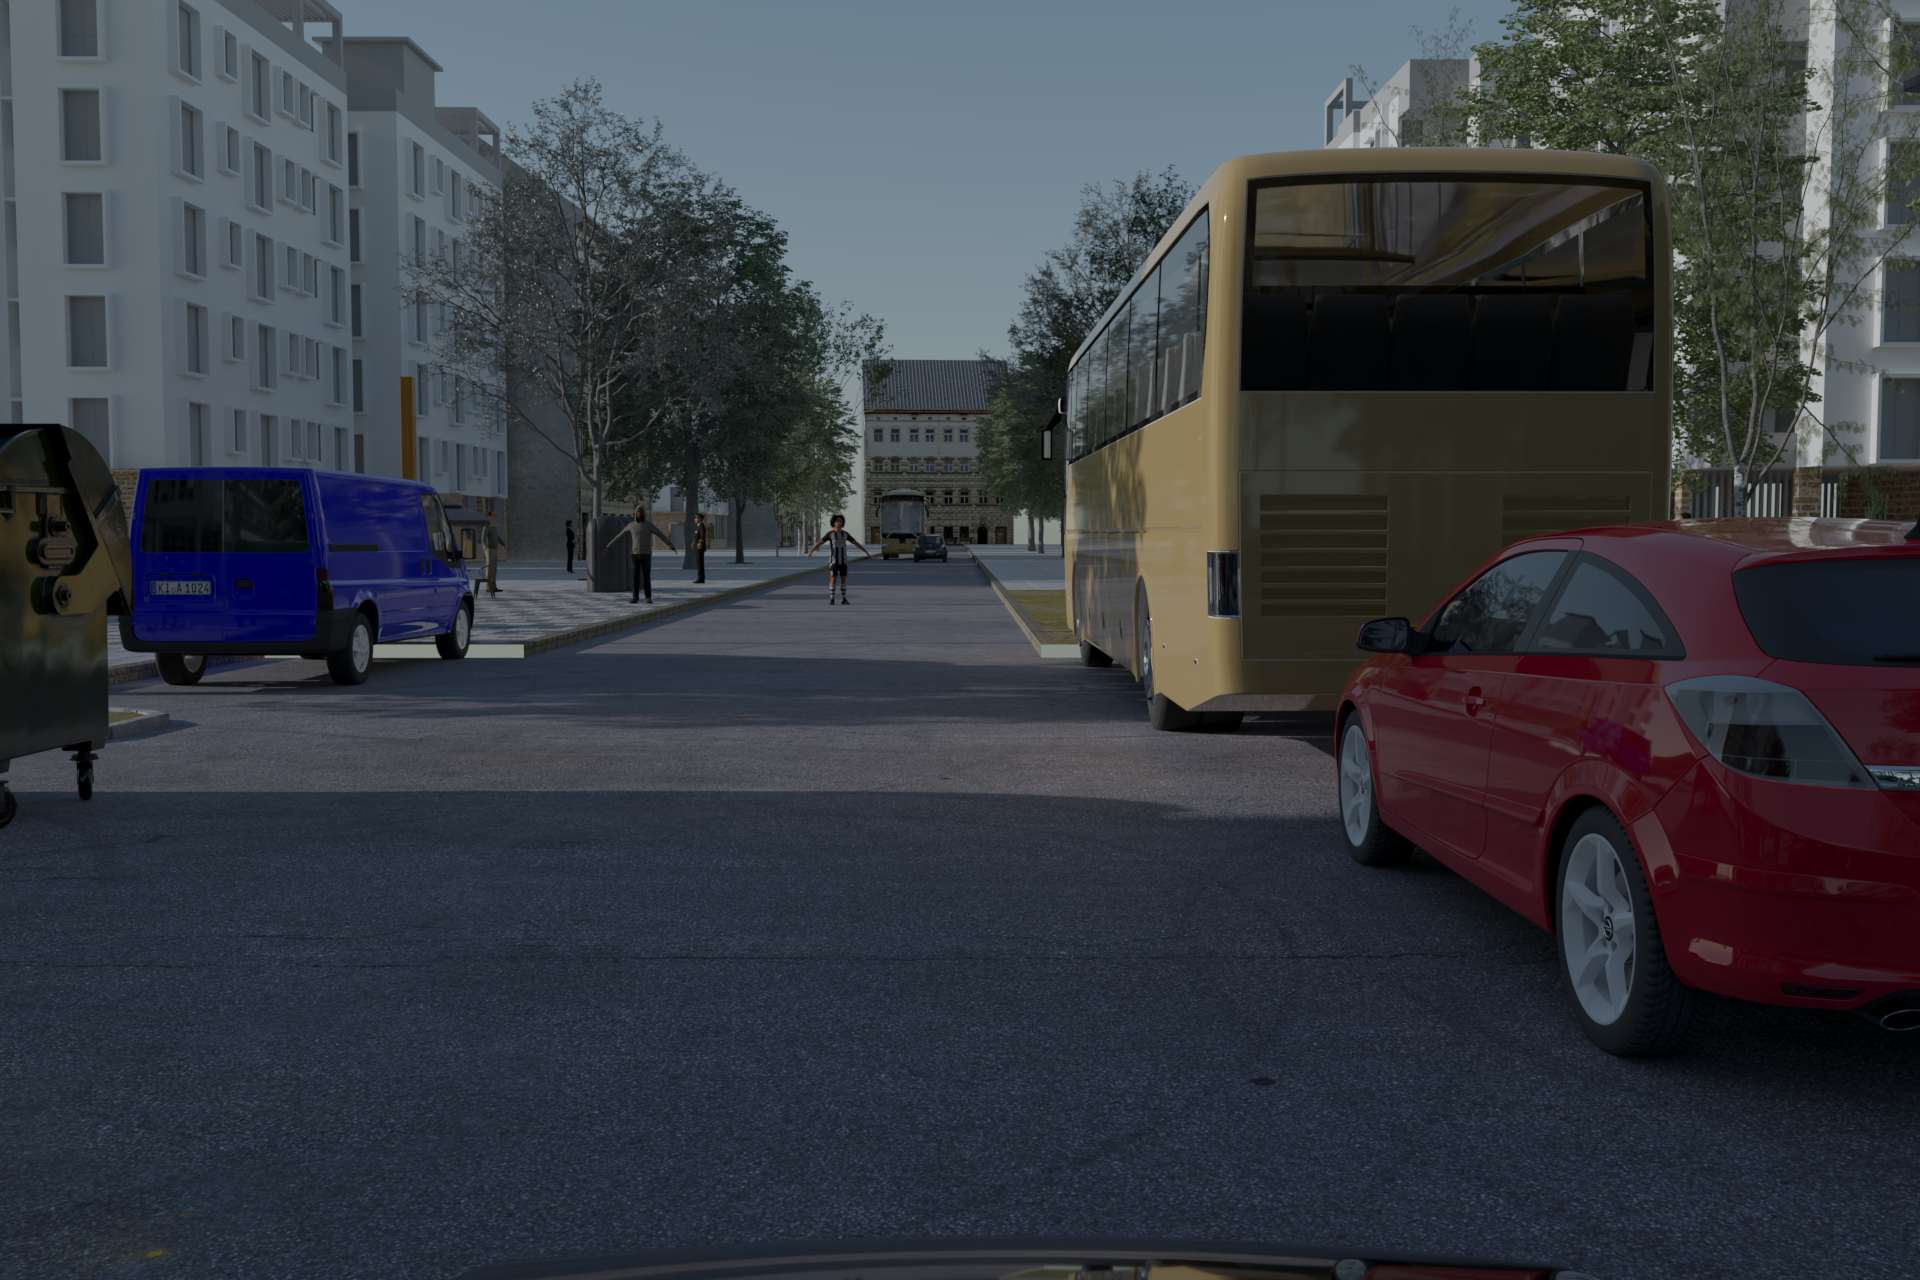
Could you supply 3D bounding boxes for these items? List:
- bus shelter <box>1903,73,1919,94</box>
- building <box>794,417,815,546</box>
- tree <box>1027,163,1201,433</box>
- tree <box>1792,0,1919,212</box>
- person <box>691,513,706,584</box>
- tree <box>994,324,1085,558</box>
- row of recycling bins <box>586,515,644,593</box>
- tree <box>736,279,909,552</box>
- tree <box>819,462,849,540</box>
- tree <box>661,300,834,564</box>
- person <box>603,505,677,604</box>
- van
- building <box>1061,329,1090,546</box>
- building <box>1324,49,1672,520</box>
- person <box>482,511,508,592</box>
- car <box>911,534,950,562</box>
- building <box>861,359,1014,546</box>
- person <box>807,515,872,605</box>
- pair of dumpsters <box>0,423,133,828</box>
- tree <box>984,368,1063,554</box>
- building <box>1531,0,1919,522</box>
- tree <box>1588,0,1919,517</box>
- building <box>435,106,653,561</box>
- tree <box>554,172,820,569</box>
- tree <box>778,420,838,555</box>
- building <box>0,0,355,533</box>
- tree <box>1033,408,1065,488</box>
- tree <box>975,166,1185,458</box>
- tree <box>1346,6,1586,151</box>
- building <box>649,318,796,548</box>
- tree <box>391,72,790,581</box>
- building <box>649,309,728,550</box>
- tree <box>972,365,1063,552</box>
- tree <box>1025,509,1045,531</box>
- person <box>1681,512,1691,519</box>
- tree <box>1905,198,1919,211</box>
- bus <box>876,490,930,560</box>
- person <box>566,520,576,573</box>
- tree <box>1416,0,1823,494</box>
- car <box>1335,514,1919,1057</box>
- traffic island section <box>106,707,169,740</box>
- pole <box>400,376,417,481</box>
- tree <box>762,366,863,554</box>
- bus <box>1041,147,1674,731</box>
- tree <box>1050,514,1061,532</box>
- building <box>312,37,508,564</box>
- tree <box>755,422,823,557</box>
[{"bbox_3d":[5.769,-0.902,6.034,1.731,3.624,6.357,0,4,0],"label":"bus shelter"},{"bbox_3d":[-25.966,-21.976,190.229,19.493,23.208,18.063,0,4,0],"label":"building"},{"bbox_3d":[5.322,-6.744,44.681,8.767,10.594,7.601,2,4,33],"label":"tree"},{"bbox_3d":[8.557,-3.756,11.781,4.360,8.622,3.978,0,3,0],"label":"tree"},{"bbox_3d":[-6.768,-2.383,44.905,0.705,1.837,1.347,-1,4,-16],"label":"person"},{"bbox_3d":[5.691,-10.677,92.693,7.486,12.596,7.792,0,3,0],"label":"tree"},{"bbox_3d":[-7.730,-1.979,39.473,1.069,1.692,3.534,0,4,1],"label":"row of recycling bins"},{"bbox_3d":[-10.124,-16.608,127.433,12.611,20.169,13.585,0,3,0],"label":"tree"},{"bbox_3d":[-17.319,-17.297,217.212,7.601,10.594,8.767,0,4,-8],"label":"tree"},{"bbox_3d":[-9.460,-9.122,74.900,9.928,11.665,9.643,0,3,0],"label":"tree"},{"bbox_3d":[-5.879,-1.577,31.917,1.348,1.813,0.705,0,4,-2],"label":"person"},{"bbox_3d":[-6.623,-0.840,18.111,2.240,2.365,5.245,0,3,0],"label":"van"},{"bbox_3d":[24.724,-21.035,187.902,27.936,21.610,32.646,0,4,-1],"label":"building"},{"bbox_3d":[20.630,-13.270,73.390,16.016,20.090,11.380,0,3,0],"label":"building"},{"bbox_3d":[-10.308,-1.954,38.219,0.705,1.796,1.348,0,4,5],"label":"person"},{"bbox_3d":[-1.497,-4.830,88.761,2.009,1.686,4.222,0,3,0],"label":"car"},{"bbox_3d":[-3.188,-23.457,216.912,18.063,23.208,19.493,0,4,-4],"label":"building"},{"bbox_3d":[-2.457,-1.619,35.069,1.345,1.843,0.704,-1,4,-17],"label":"person"},{"bbox_3d":[-6.720,-0.232,8.750,4.436,2.255,1.574,0,4,0],"label":"pair of dumpsters"},{"bbox_3d":[5.059,-11.928,113.153,7.486,12.596,7.792,0,3,0],"label":"tree"},{"bbox_3d":[23.710,-12.142,54.949,16.016,20.090,11.380,0,4,0],"label":"building"},{"bbox_3d":[8.653,-4.208,19.168,4.360,8.622,3.978,0,3,0],"label":"tree"},{"bbox_3d":[-27.216,-15.892,90.761,19.493,23.208,18.063,0,4,1],"label":"building"},{"bbox_3d":[-9.673,-9.547,62.752,9.857,13.997,8.962,0,3,0],"label":"tree"},{"bbox_3d":[-9.904,-9.526,106.111,4.360,8.622,3.978,0,3,0],"label":"tree"},{"bbox_3d":[-26.990,-11.828,49.804,16.016,20.090,11.380,0,4,0],"label":"building"},{"bbox_3d":[5.207,-8.269,85.555,4.360,8.622,3.978,0,3,0],"label":"tree"},{"bbox_3d":[5.633,-9.077,58.776,12.009,13.543,11.850,0,3,0],"label":"tree"},{"bbox_3d":[7.315,-4.571,25.100,4.360,8.622,3.978,0,3,0],"label":"tree"},{"bbox_3d":[-25.729,-20.413,164.682,19.493,23.208,18.063,0,4,-1],"label":"building"},{"bbox_3d":[-10.026,-8.369,47.202,12.009,13.543,11.850,0,3,0],"label":"tree"},{"bbox_3d":[-25.505,-17.392,140.785,16.016,20.090,11.380,0,4,-1],"label":"building"},{"bbox_3d":[5.282,-13.455,126.636,9.857,13.997,8.962,0,3,0],"label":"tree"},{"bbox_3d":[10.179,-16.037,212.563,4.360,8.622,3.978,0,3,0],"label":"tree"},{"bbox_3d":[17.531,-2.186,41.922,1.347,1.806,0.705,-1,4,-19],"label":"person"},{"bbox_3d":[16.421,-6.363,22.162,7.486,12.596,7.792,0,3,0],"label":"tree"},{"bbox_3d":[-3.095,-6.614,99.693,2.896,3.916,12.252,0,4,0],"label":"bus"},{"bbox_3d":[-12.743,-3.074,56.976,0.721,1.740,1.216,-1,4,-18],"label":"person"},{"bbox_3d":[11.960,-6.983,32.301,7.486,12.596,7.792,0,3,0],"label":"tree"},{"bbox_3d":[2.619,0.171,6.244,2.155,1.783,4.494,0,4,-1],"label":"car"},{"bbox_3d":[-6.916,0.635,12.491,1.991,0.108,1.994,0,4,-1],"label":"traffic island section"},{"bbox_3d":[-7.159,-1.755,22.545,0.158,3.312,0.155,0,3,0],"label":"pole"},{"bbox_3d":[-10.066,-11.972,113.871,7.486,12.596,7.792,0,3,0],"label":"tree"},{"bbox_3d":[2.540,-1.462,15.450,2.896,3.916,12.252,0,4,-1],"label":"bus"},{"bbox_3d":[12.577,-16.370,218.013,4.737,8.622,4.395,0,3,0],"label":"tree"},{"bbox_3d":[-26.024,-12.902,67.373,16.016,20.090,11.380,0,4,0],"label":"building"},{"bbox_3d":[-10.075,-8.965,96.935,4.737,8.622,4.395,0,3,0],"label":"tree"}]
